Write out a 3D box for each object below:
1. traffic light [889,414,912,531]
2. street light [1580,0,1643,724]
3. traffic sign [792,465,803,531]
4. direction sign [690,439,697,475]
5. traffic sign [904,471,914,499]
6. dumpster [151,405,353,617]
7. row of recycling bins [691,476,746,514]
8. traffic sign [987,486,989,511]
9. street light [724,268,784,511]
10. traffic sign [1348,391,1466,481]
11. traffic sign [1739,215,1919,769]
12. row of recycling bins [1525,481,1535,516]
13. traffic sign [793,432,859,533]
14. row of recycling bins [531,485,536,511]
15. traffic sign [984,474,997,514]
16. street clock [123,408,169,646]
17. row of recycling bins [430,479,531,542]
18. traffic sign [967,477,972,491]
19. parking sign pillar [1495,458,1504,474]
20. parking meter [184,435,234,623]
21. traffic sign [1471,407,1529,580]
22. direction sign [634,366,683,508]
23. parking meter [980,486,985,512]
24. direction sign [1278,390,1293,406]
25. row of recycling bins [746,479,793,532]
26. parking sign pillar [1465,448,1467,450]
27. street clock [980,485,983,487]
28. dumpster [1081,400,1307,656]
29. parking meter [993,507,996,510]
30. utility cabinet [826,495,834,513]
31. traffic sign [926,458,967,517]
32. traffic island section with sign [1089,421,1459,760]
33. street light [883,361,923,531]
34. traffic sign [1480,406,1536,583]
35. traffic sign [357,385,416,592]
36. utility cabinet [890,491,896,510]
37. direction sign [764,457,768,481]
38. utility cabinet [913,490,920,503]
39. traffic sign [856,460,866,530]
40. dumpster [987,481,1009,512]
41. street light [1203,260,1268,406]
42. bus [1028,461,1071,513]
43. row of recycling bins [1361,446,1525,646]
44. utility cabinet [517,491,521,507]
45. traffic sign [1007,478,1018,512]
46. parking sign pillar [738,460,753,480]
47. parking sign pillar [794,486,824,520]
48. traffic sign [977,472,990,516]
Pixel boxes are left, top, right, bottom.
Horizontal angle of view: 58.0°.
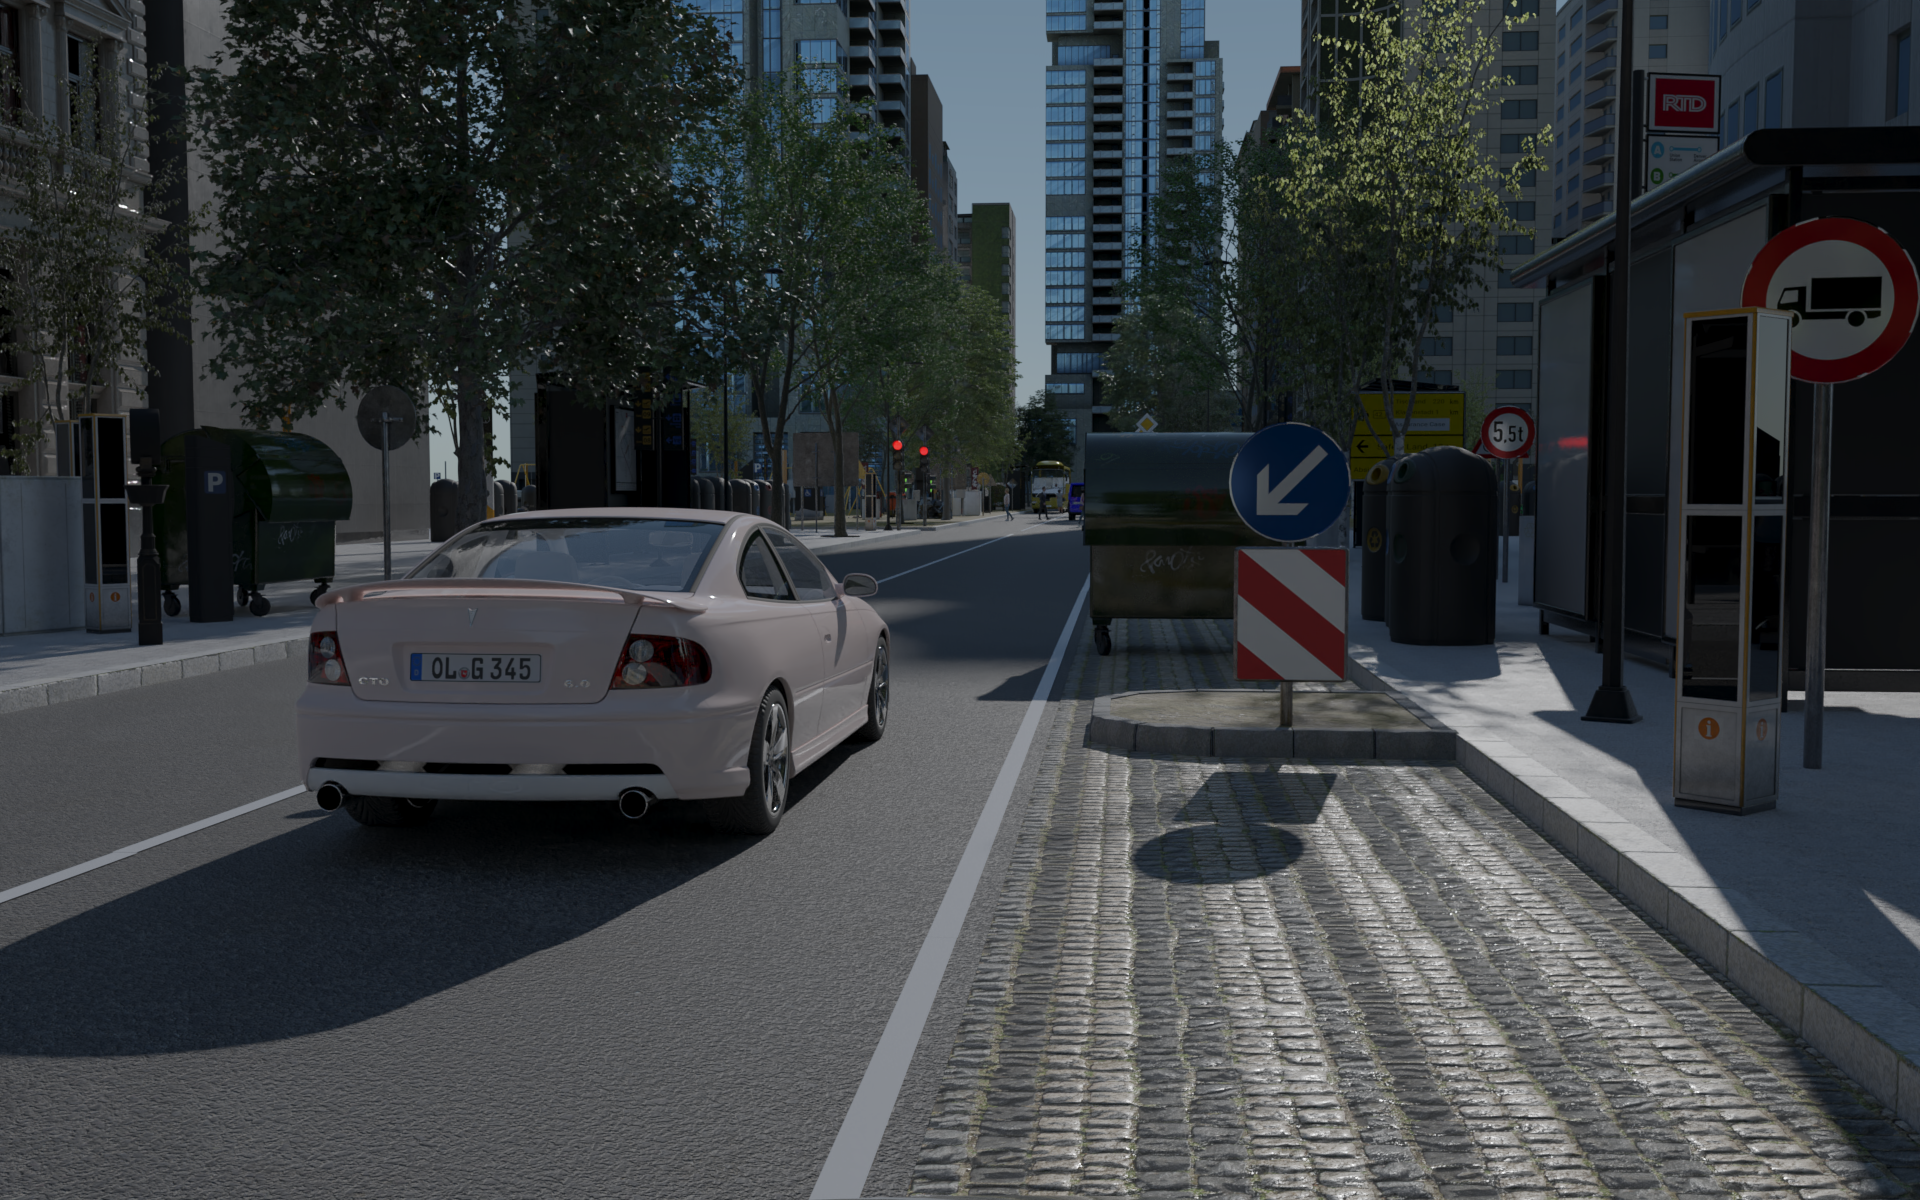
[{"bbox_3d":[-2.131,-4.391,60.712,0.839,4.253,0.868,0,4,5],"label":"traffic light"},{"bbox_3d":[3.164,-2.274,9.714,1.470,5.913,1.316,0,4,5],"label":"street light"},{"bbox_3d":[-5.531,-3.705,60.677,0.768,2.556,0.104,1,4,15],"label":"traffic sign"},{"bbox_3d":[-11.179,-4.808,70.608,0.876,3.537,0.379,-1,4,-11],"label":"direction sign"},{"bbox_3d":[-2.852,-5.726,93.733,0.768,2.556,0.104,1,4,11],"label":"traffic sign"},{"bbox_3d":[-7.737,-0.999,18.829,1.502,2.255,1.985,0,4,5],"label":"dumpster"},{"bbox_3d":[-5.919,-1.978,39.450,1.069,1.692,3.534,0,4,7],"label":"row of recycling bins"},{"bbox_3d":[2.153,-7.942,129.852,0.884,2.594,0.081,1,4,10],"label":"traffic sign"},{"bbox_3d":[-4.310,-3.867,35.768,1.470,5.913,1.316,0,4,5],"label":"street light"},{"bbox_3d":[8.844,-2.475,34.345,2.265,3.308,0.079,0,4,6],"label":"traffic sign"},{"bbox_3d":[3.994,-0.485,8.037,0.768,2.556,0.104,1,4,12],"label":"traffic sign"},{"bbox_3d":[18.086,-2.810,53.064,3.534,1.692,1.069,0,4,6],"label":"row of recycling bins"},{"bbox_3d":[-4.456,-3.886,57.410,2.265,3.308,0.079,1,4,13],"label":"traffic sign"},{"bbox_3d":[-18.492,-4.446,79.798,3.534,1.692,1.069,-3,5,-42],"label":"row of recycling bins"},{"bbox_3d":[1.916,-6.714,109.785,0.884,2.594,0.081,0,4,7],"label":"traffic sign"},{"bbox_3d":[-6.908,-0.621,14.724,0.358,2.002,0.471,-2,4,-26],"label":"street clock"},{"bbox_3d":[-13.364,-2.494,47.897,1.069,1.692,3.534,1,4,18],"label":"row of recycling bins"},{"bbox_3d":[0.638,-8.121,132.885,0.768,2.556,0.104,1,4,11],"label":"traffic sign"},{"bbox_3d":[24.323,-5.475,77.986,1.447,3.967,1.447,1,4,14],"label":"parking sign pillar"},{"bbox_3d":[-7.520,-0.714,17.382,0.255,1.863,0.399,3,4,37],"label":"parking meter"},{"bbox_3d":[8.049,-1.586,25.939,0.884,2.594,0.081,0,4,8],"label":"traffic sign"},{"bbox_3d":[-5.332,-2.366,30.673,0.876,3.537,0.379,0,4,3],"label":"direction sign"},{"bbox_3d":[1.576,-7.160,122.769,0.399,1.863,0.255,3,5,42],"label":"parking meter"},{"bbox_3d":[7.102,-2.807,37.886,0.379,3.537,0.876,2,4,30],"label":"direction sign"},{"bbox_3d":[-5.866,-2.554,48.863,1.069,1.692,3.534,1,4,14],"label":"row of recycling bins"},{"bbox_3d":[30.422,-7.034,103.472,1.447,3.967,1.447,3,5,39],"label":"parking sign pillar"},{"bbox_3d":[1.767,-8.131,137.518,0.358,2.002,0.471,-1,4,-8],"label":"street clock"},{"bbox_3d":[2.087,-0.653,15.634,1.985,2.255,1.502,0,4,5],"label":"dumpster"},{"bbox_3d":[2.680,-7.962,138.585,0.372,1.533,0.369,0,3,0],"label":"parking meter"},{"bbox_3d":[-8.665,-6.529,117.909,1.020,1.237,0.306,2,4,35],"label":"utility cabinet"},{"bbox_3d":[-0.765,-6.273,96.441,2.265,3.308,0.079,0,4,8],"label":"traffic sign"},{"bbox_3d":[1.776,-0.101,10.288,1.989,1.847,2.006,0,4,5],"label":"traffic island section with sign"},{"bbox_3d":[-1.979,-5.385,60.586,1.470,5.913,1.316,0,4,5],"label":"street light"},{"bbox_3d":[7.907,-1.526,25.048,0.768,2.556,0.104,1,4,12],"label":"traffic sign"},{"bbox_3d":[-6.731,-1.236,20.316,0.768,2.556,0.104,1,4,13],"label":"traffic sign"},{"bbox_3d":[-4.340,-6.489,114.771,0.318,1.500,1.173,-2,4,-25],"label":"utility cabinet"},{"bbox_3d":[-11.846,-6.959,105.774,0.379,3.537,0.876,1,4,8],"label":"direction sign"},{"bbox_3d":[-2.449,-5.394,96.864,0.318,1.500,1.173,0,4,-7],"label":"utility cabinet"},{"bbox_3d":[-3.623,-3.736,61.080,0.884,2.594,0.081,0,4,6],"label":"traffic sign"},{"bbox_3d":[2.774,-7.627,127.194,1.502,2.255,1.985,0,4,5],"label":"dumpster"},{"bbox_3d":[5.509,-3.782,34.377,1.470,5.913,1.316,0,4,5],"label":"street light"},{"bbox_3d":[6.986,-8.613,132.365,2.896,3.916,12.252,0,4,6],"label":"bus"},{"bbox_3d":[4.401,-0.560,16.273,1.069,1.692,3.534,1,4,8],"label":"row of recycling bins"},{"bbox_3d":[-28.983,-6.384,113.054,1.173,1.500,0.318,2,4,29],"label":"utility cabinet"},{"bbox_3d":[3.791,-7.589,125.270,0.795,2.450,0.064,1,4,11],"label":"traffic sign"},{"bbox_3d":[-16.746,-8.946,134.734,1.447,3.967,1.447,-3,4,-39],"label":"parking sign pillar"},{"bbox_3d":[-7.399,-5.897,84.886,1.447,3.967,1.447,1,4,15],"label":"parking sign pillar"},{"bbox_3d":[1.354,-6.186,101.250,0.768,2.556,0.104,1,4,10],"label":"traffic sign"}]
